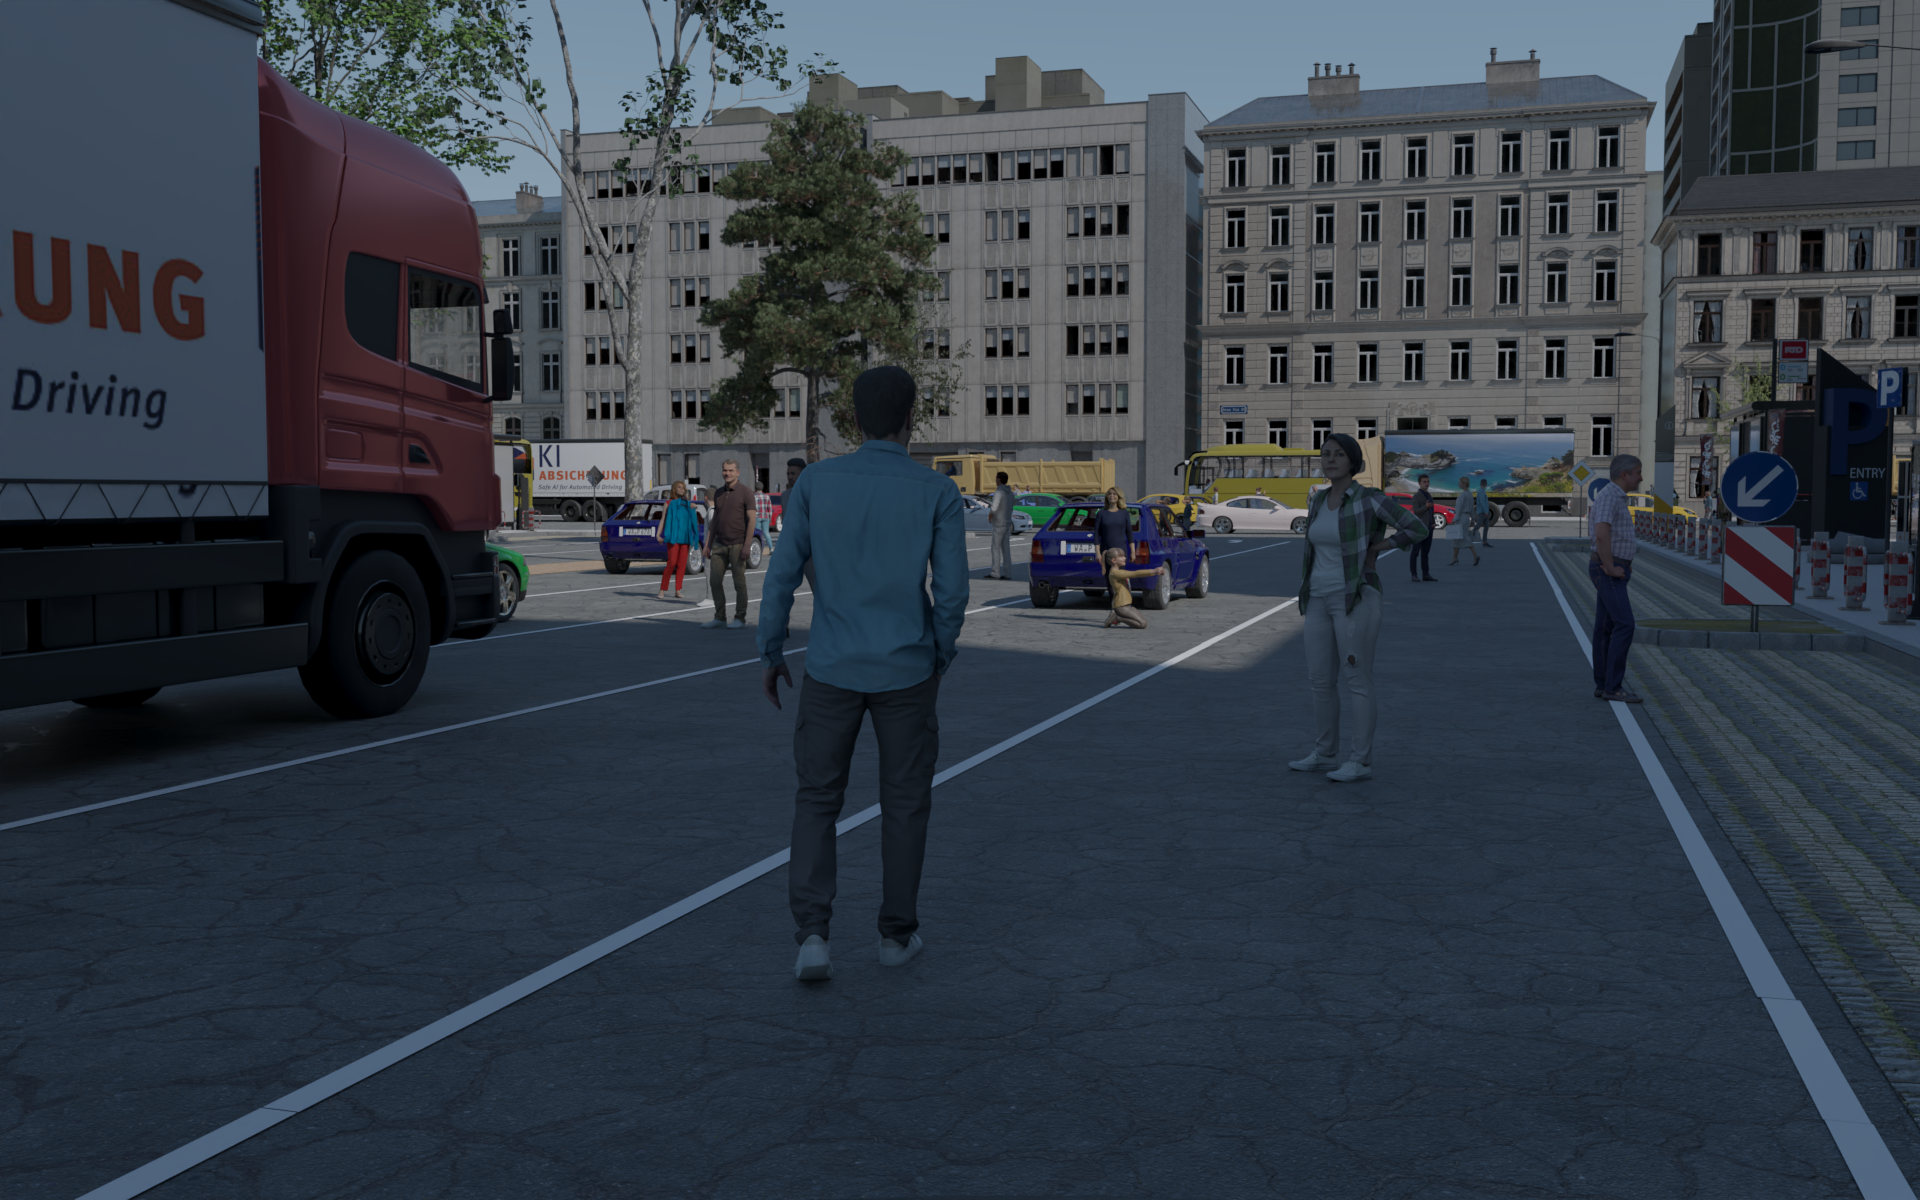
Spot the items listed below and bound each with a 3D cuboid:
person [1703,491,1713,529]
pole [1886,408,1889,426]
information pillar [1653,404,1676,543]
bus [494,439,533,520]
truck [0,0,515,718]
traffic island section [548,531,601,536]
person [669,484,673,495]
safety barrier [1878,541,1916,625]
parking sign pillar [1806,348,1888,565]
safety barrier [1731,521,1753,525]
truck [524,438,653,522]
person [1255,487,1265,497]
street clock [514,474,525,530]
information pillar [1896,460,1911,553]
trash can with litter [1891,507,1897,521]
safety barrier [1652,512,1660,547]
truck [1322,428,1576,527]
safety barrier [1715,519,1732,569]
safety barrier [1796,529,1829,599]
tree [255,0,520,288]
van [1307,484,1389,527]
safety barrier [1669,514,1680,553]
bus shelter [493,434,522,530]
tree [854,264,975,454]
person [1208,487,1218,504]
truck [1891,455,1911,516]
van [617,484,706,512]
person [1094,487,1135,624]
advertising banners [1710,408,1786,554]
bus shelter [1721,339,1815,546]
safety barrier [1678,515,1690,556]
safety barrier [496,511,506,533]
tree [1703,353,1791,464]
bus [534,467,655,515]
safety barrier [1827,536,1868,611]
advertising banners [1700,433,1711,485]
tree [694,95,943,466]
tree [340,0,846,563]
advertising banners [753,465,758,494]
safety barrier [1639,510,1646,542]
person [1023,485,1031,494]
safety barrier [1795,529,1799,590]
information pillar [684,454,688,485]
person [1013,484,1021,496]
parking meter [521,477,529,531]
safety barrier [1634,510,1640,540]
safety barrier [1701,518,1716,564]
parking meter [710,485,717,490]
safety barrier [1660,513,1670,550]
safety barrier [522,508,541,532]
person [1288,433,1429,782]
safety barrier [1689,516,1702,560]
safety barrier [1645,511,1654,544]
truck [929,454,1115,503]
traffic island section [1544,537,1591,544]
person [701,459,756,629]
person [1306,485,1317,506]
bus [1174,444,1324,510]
[{"bbox_3d":[30.791,-3.709,71.350,0.429,1.552,0.499,3,5,40],"label":"person"},{"bbox_3d":[19.865,-2.645,37.097,0.158,3.312,0.155,0,3,0],"label":"pole"},{"bbox_3d":[18.417,-3.297,45.259,0.504,3.616,0.183,1,4,19],"label":"information pillar"},{"bbox_3d":[-22.563,-4.622,67.121,12.252,3.916,2.896,1,4,18],"label":"bus"},{"bbox_3d":[-5.732,-1.173,8.086,2.839,4.237,11.283,1,4,16],"label":"truck"},{"bbox_3d":[-12.704,-2.317,60.163,2.009,0.180,2.903,1,4,17],"label":"traffic island section"},{"bbox_3d":[-10.332,-3.329,63.074,0.789,1.805,0.875,1,4,9],"label":"person"},{"bbox_3d":[9.207,-0.167,16.998,0.300,0.817,1.120,1,4,17],"label":"safety barrier"},{"bbox_3d":[16.525,-2.665,32.051,1.447,3.967,1.447,0,4,-6],"label":"parking sign pillar"},{"bbox_3d":[12.494,-0.806,27.447,0.300,0.817,1.120,1,4,17],"label":"safety barrier"},{"bbox_3d":[-21.540,-6.161,89.648,11.283,4.237,2.839,1,4,16],"label":"truck"},{"bbox_3d":[12.384,-3.822,71.792,0.445,1.727,0.742,2,4,26],"label":"person"},{"bbox_3d":[-15.757,-3.507,61.907,0.471,2.002,0.358,3,5,41],"label":"street clock"},{"bbox_3d":[20.711,-2.040,37.854,0.304,2.012,0.304,0,4,-5],"label":"information pillar"},{"bbox_3d":[45.896,-4.469,84.119,2.233,1.210,1.678,-2,4,-32],"label":"trash can with litter"},{"bbox_3d":[17.107,-1.702,42.105,0.300,0.817,1.120,1,4,17],"label":"safety barrier"},{"bbox_3d":[21.103,-5.355,76.461,11.283,4.237,2.839,1,4,17],"label":"truck"},{"bbox_3d":[13.152,-0.934,29.540,0.300,0.817,1.120,1,4,17],"label":"safety barrier"},{"bbox_3d":[10.526,-0.422,21.179,0.300,0.817,1.120,1,4,17],"label":"safety barrier"},{"bbox_3d":[-10.295,-5.937,25.288,9.928,11.665,9.643,0,3,0],"label":"tree"},{"bbox_3d":[17.082,-4.156,74.968,4.112,2.044,2.013,1,4,16],"label":"van"},{"bbox_3d":[15.794,-1.446,37.922,0.300,0.817,1.120,1,4,17],"label":"safety barrier"},{"bbox_3d":[-17.888,-4.887,57.532,2.179,5.291,8.768,1,4,18],"label":"bus shelter"},{"bbox_3d":[-1.686,-6.063,51.956,4.360,8.622,3.978,0,3,0],"label":"tree"},{"bbox_3d":[11.384,-4.205,77.817,0.524,1.755,0.480,0,4,5],"label":"person"},{"bbox_3d":[42.810,-4.915,76.287,9.791,3.379,3.469,1,4,17],"label":"truck"},{"bbox_3d":[-13.106,-4.238,76.306,4.112,2.044,2.013,1,4,17],"label":"van"},{"bbox_3d":[1.704,-0.505,19.302,0.480,1.512,0.613,0,4,-8],"label":"person"},{"bbox_3d":[16.567,-2.459,36.390,0.090,3.025,2.074,-1,4,-15],"label":"advertising banners"},{"bbox_3d":[20.111,-3.981,42.726,2.179,5.291,8.768,1,4,18],"label":"bus shelter"},{"bbox_3d":[15.133,-1.318,35.828,0.300,0.817,1.120,1,4,17],"label":"safety barrier"},{"bbox_3d":[-15.300,-2.618,57.084,0.300,0.817,1.120,1,4,17],"label":"safety barrier"},{"bbox_3d":[40.872,-8.509,89.479,4.737,8.622,4.395,0,3,0],"label":"tree"},{"bbox_3d":[-22.124,-6.022,93.325,13.247,3.499,2.948,1,4,17],"label":"bus"},{"bbox_3d":[9.867,-0.295,19.091,0.300,0.817,1.120,1,4,17],"label":"safety barrier"},{"bbox_3d":[21.848,-3.253,49.375,0.090,3.025,2.074,-1,4,-22],"label":"advertising banners"},{"bbox_3d":[-3.931,-7.445,46.246,6.751,12.117,7.091,0,3,0],"label":"tree"},{"bbox_3d":[-7.702,-10.911,36.733,12.611,20.169,13.585,0,3,0],"label":"tree"},{"bbox_3d":[-12.399,-6.621,104.444,0.090,3.025,2.074,0,4,7],"label":"advertising banners"},{"bbox_3d":[18.424,-1.958,46.293,0.300,0.817,1.120,1,4,17],"label":"safety barrier"},{"bbox_3d":[3.238,-4.464,81.349,0.709,1.838,0.599,-2,4,-31],"label":"person"},{"bbox_3d":[11.181,-0.550,23.268,0.300,0.817,1.120,1,4,17],"label":"safety barrier"},{"bbox_3d":[-15.860,-6.669,100.387,0.183,3.616,0.504,0,4,5],"label":"information pillar"},{"bbox_3d":[2.424,-3.816,70.731,0.795,1.843,0.661,0,4,-1],"label":"person"},{"bbox_3d":[-15.336,-3.385,61.061,0.255,1.863,0.399,-1,4,-12],"label":"parking meter"},{"bbox_3d":[19.088,-2.087,48.394,0.300,0.817,1.120,1,4,17],"label":"safety barrier"},{"bbox_3d":[13.817,-1.062,31.647,0.300,0.817,1.120,1,4,17],"label":"safety barrier"},{"bbox_3d":[-15.197,-6.188,106.886,0.399,1.863,0.255,1,4,18],"label":"parking meter"},{"bbox_3d":[16.447,-1.574,40.013,0.300,0.817,1.120,1,4,17],"label":"safety barrier"},{"bbox_3d":[-14.641,-2.746,59.179,0.300,0.817,1.120,1,4,17],"label":"safety barrier"},{"bbox_3d":[1.951,0.028,8.760,0.376,1.734,0.841,-2,4,-25],"label":"person"},{"bbox_3d":[14.478,-1.190,33.738,0.300,0.817,1.120,1,4,17],"label":"safety barrier"},{"bbox_3d":[17.769,-1.830,44.204,0.300,0.817,1.120,1,4,17],"label":"safety barrier"},{"bbox_3d":[2.533,-5.431,84.721,9.791,3.379,3.469,1,4,16],"label":"truck"},{"bbox_3d":[18.102,-1.726,50.499,2.009,0.180,2.903,1,4,17],"label":"traffic island section"},{"bbox_3d":[-2.475,-0.602,18.463,0.598,1.807,0.434,3,5,42],"label":"person"},{"bbox_3d":[13.714,-3.539,66.765,0.661,1.777,0.834,-1,4,-22],"label":"person"},{"bbox_3d":[16.838,-5.718,85.041,12.252,3.916,2.896,1,4,19],"label":"bus"}]
